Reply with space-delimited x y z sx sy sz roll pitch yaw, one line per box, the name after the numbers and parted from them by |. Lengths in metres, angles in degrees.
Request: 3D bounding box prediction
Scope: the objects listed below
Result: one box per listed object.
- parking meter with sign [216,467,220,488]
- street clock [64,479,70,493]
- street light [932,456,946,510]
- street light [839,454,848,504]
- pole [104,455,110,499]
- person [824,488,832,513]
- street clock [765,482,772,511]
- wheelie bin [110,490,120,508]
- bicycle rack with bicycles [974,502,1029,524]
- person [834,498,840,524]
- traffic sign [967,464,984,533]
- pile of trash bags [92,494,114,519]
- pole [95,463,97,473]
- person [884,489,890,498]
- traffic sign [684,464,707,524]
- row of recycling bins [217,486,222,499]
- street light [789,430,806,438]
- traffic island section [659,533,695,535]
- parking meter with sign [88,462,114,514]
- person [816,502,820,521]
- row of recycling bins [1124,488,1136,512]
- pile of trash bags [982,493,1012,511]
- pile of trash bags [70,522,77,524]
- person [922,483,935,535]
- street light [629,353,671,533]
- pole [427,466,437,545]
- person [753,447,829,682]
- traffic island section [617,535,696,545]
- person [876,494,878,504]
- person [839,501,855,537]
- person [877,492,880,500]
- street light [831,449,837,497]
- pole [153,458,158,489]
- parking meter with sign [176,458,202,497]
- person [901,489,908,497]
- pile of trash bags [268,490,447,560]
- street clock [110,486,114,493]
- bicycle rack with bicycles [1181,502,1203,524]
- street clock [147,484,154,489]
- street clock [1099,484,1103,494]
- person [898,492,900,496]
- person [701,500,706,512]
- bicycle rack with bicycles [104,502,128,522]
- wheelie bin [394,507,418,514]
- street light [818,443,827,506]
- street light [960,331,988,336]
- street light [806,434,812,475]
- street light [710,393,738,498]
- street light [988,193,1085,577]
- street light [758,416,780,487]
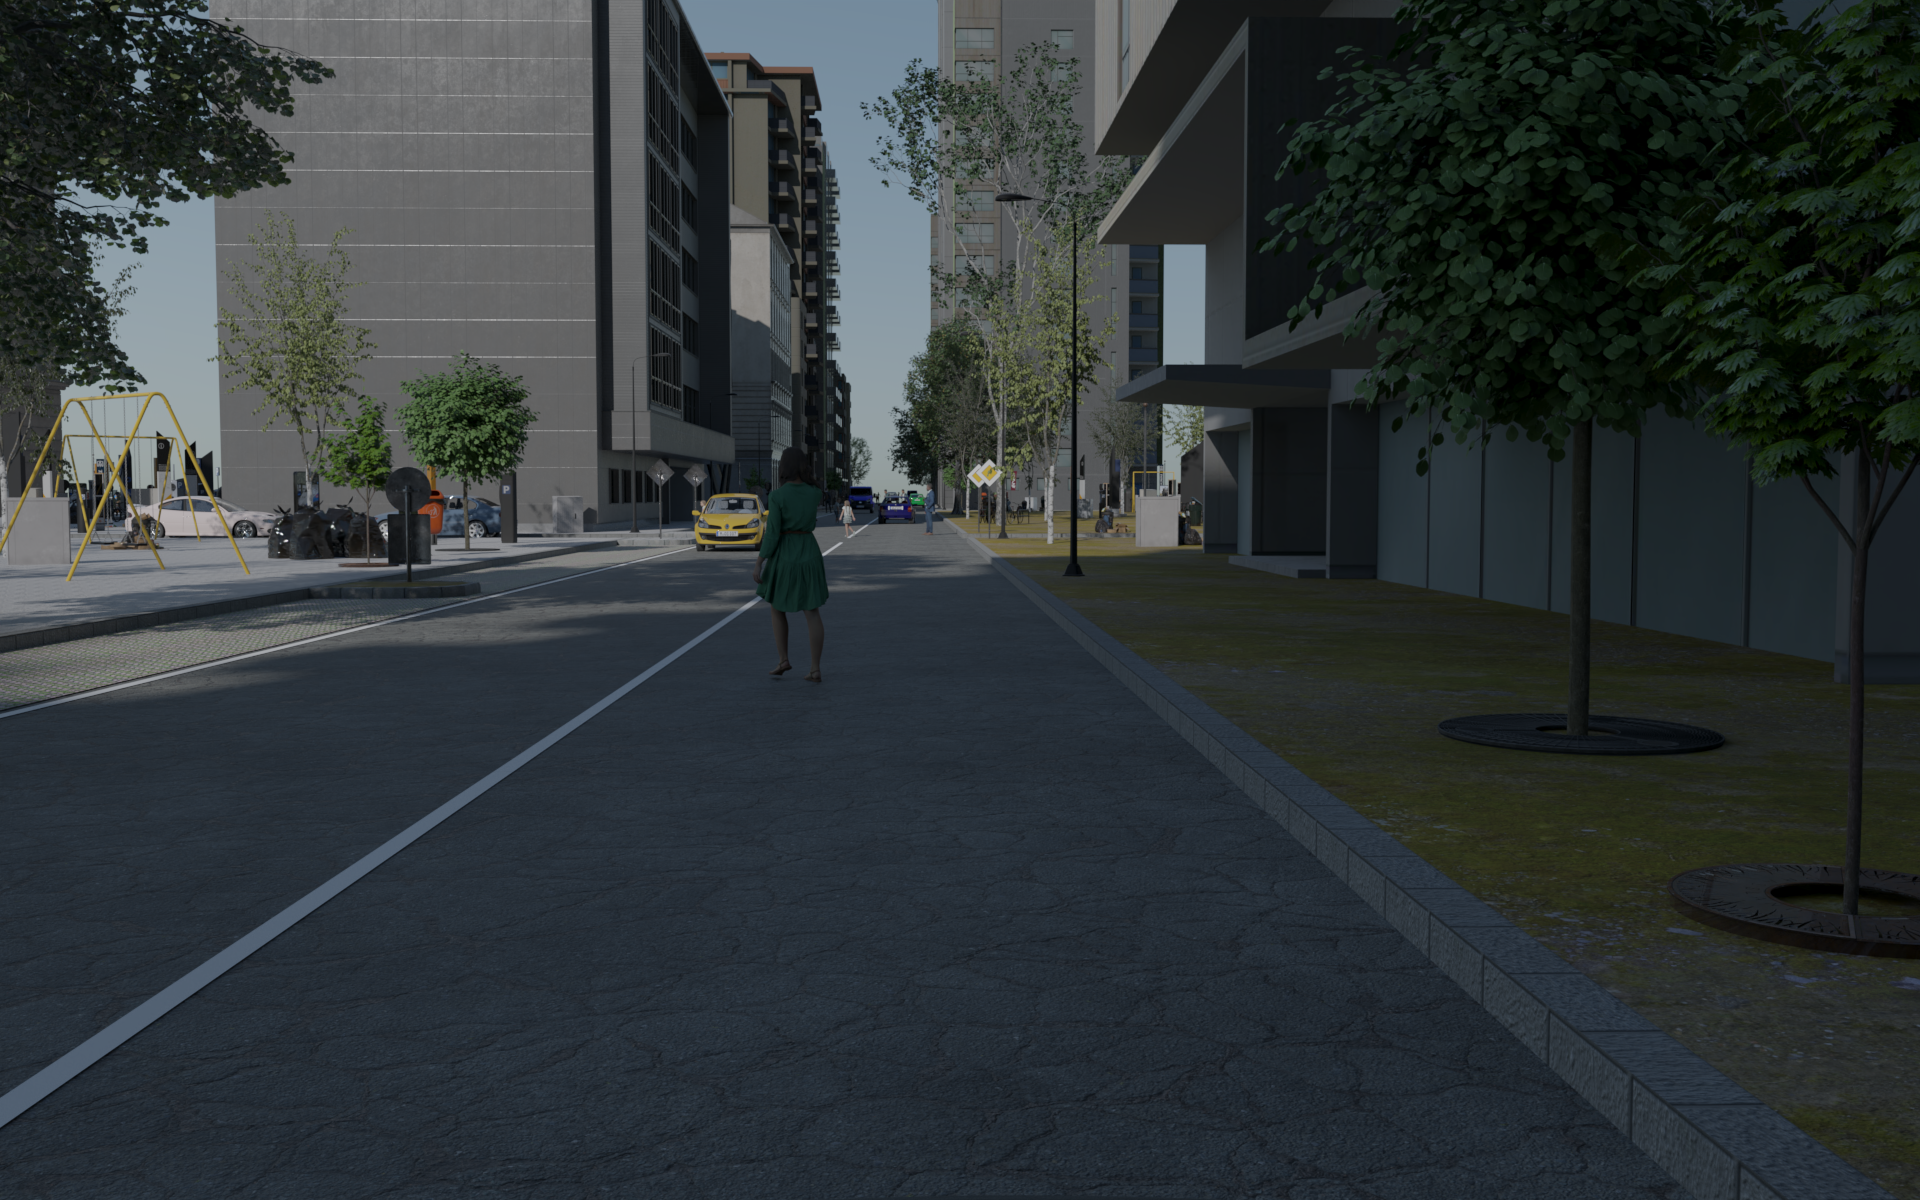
-48.823 -7.079 111.999 1.738 3.016 0.543 -3 5 -40 | parking meter with sign
-43.922 -4.916 84.954 0.471 2.002 0.358 -1 4 -16 | street clock
-1.811 -10.287 140.733 1.470 5.913 1.316 0 4 -2 | street light
-14.105 -14.020 201.775 1.470 5.913 1.316 0 4 -2 | street light
-45.036 -5.971 91.465 0.158 3.312 0.155 0 3 0 | pole
-9.989 -7.513 130.697 0.648 1.900 0.474 1 4 9 | person
-11.812 -6.251 106.767 0.358 2.002 0.471 -3 5 -44 | street clock
-61.715 -7.256 126.551 0.980 1.594 0.693 3 5 39 | wheelie bin
1.740 -3.781 75.205 2.852 0.926 2.925 1 4 18 | bicycle rack with bicycles
-5.854 -4.250 82.676 0.352 1.250 0.332 1 4 16 | person
0.625 -3.303 57.647 0.795 2.450 0.064 0 4 -2 | traffic sign
-44.727 -4.873 89.427 1.912 1.369 3.447 -2 4 -35 | pile of trash bags
-57.365 -7.418 115.126 0.158 3.312 0.155 0 3 0 | pole
-5.390 -7.255 127.472 0.721 1.781 0.623 -2 4 -24 | person
-8.766 -3.289 57.414 0.795 2.450 0.064 0 4 -2 | traffic sign
-34.281 -4.689 83.775 3.534 1.692 1.069 1 4 8 | row of recycling bins
-12.079 -9.324 124.982 1.470 5.913 1.316 0 4 -2 | street light
-8.789 -2.153 57.475 2.009 0.180 2.903 0 4 -2 | traffic island section
-46.737 -5.961 93.731 1.738 3.016 0.543 0 4 -7 | parking meter with sign
-7.426 -4.828 87.556 0.853 1.813 0.709 3 5 40 | person
12.201 -7.226 125.252 1.069 1.692 3.534 0 4 2 | row of recycling bins
2.410 -7.243 128.170 1.912 1.369 3.447 -2 4 -29 | pile of trash bags
-39.618 -3.954 74.404 3.447 1.369 1.912 -2 4 -31 | pile of trash bags
-1.064 -3.156 60.278 0.419 1.800 0.721 -1 4 -13 | person
-10.224 -5.177 57.192 1.470 5.913 1.316 0 4 -2 | street light
-13.258 -3.034 43.452 0.158 3.312 0.155 0 3 0 | pole
-1.268 -0.279 13.308 0.600 1.795 0.529 -3 5 -41 | person
-8.573 -1.664 49.492 2.009 0.180 2.903 0 4 -2 | traffic island section
-11.747 -14.166 243.375 0.557 1.426 1.065 1 4 22 | person
-3.785 -2.727 58.096 0.505 1.210 0.382 -2 4 -35 | person
-13.078 -16.326 276.145 0.721 1.735 1.217 3 5 40 | person
-13.568 -12.643 179.248 1.470 5.913 1.316 0 4 -2 | street light
-44.922 -6.297 96.806 0.158 3.312 0.155 0 3 0 | pole
-36.880 -5.268 82.385 0.543 3.016 1.738 1 4 19 | parking meter with sign
-4.004 -7.061 124.302 0.623 1.781 0.721 1 4 13 | person
-12.146 -1.552 35.122 3.447 1.369 1.912 -2 4 -33 | pile of trash bags
-64.496 -7.764 131.507 0.358 2.002 0.471 1 4 16 | street clock
9.477 -3.828 75.971 2.852 0.926 2.925 0 4 5 | bicycle rack with bicycles
-60.952 -7.700 130.464 0.358 2.002 0.471 3 5 41 | street clock
9.920 -7.140 121.314 0.358 2.002 0.471 1 4 21 | street clock
-9.607 -15.865 268.614 0.721 1.743 1.217 0 4 7 | person
-8.856 -2.868 60.408 0.382 1.210 0.505 -2 4 -27 | person
-38.065 -4.038 79.403 2.852 0.926 2.925 1 4 21 | bicycle rack with bicycles
-15.441 -2.494 48.685 0.980 1.594 0.693 -1 4 -19 | wheelie bin
-12.898 -11.254 156.536 1.470 5.913 1.316 0 4 -2 | street light
0.700 -4.714 49.611 1.470 5.913 1.316 0 4 -2 | street light
-12.288 -9.876 134.011 1.470 5.913 1.316 0 4 -2 | street light
-10.911 -6.555 79.715 1.470 5.913 1.316 0 4 -2 | street light
1.237 -3.326 26.924 1.470 5.913 1.316 0 4 -2 | street light
-11.332 -7.946 102.461 1.470 5.913 1.316 0 4 -2 | street light
